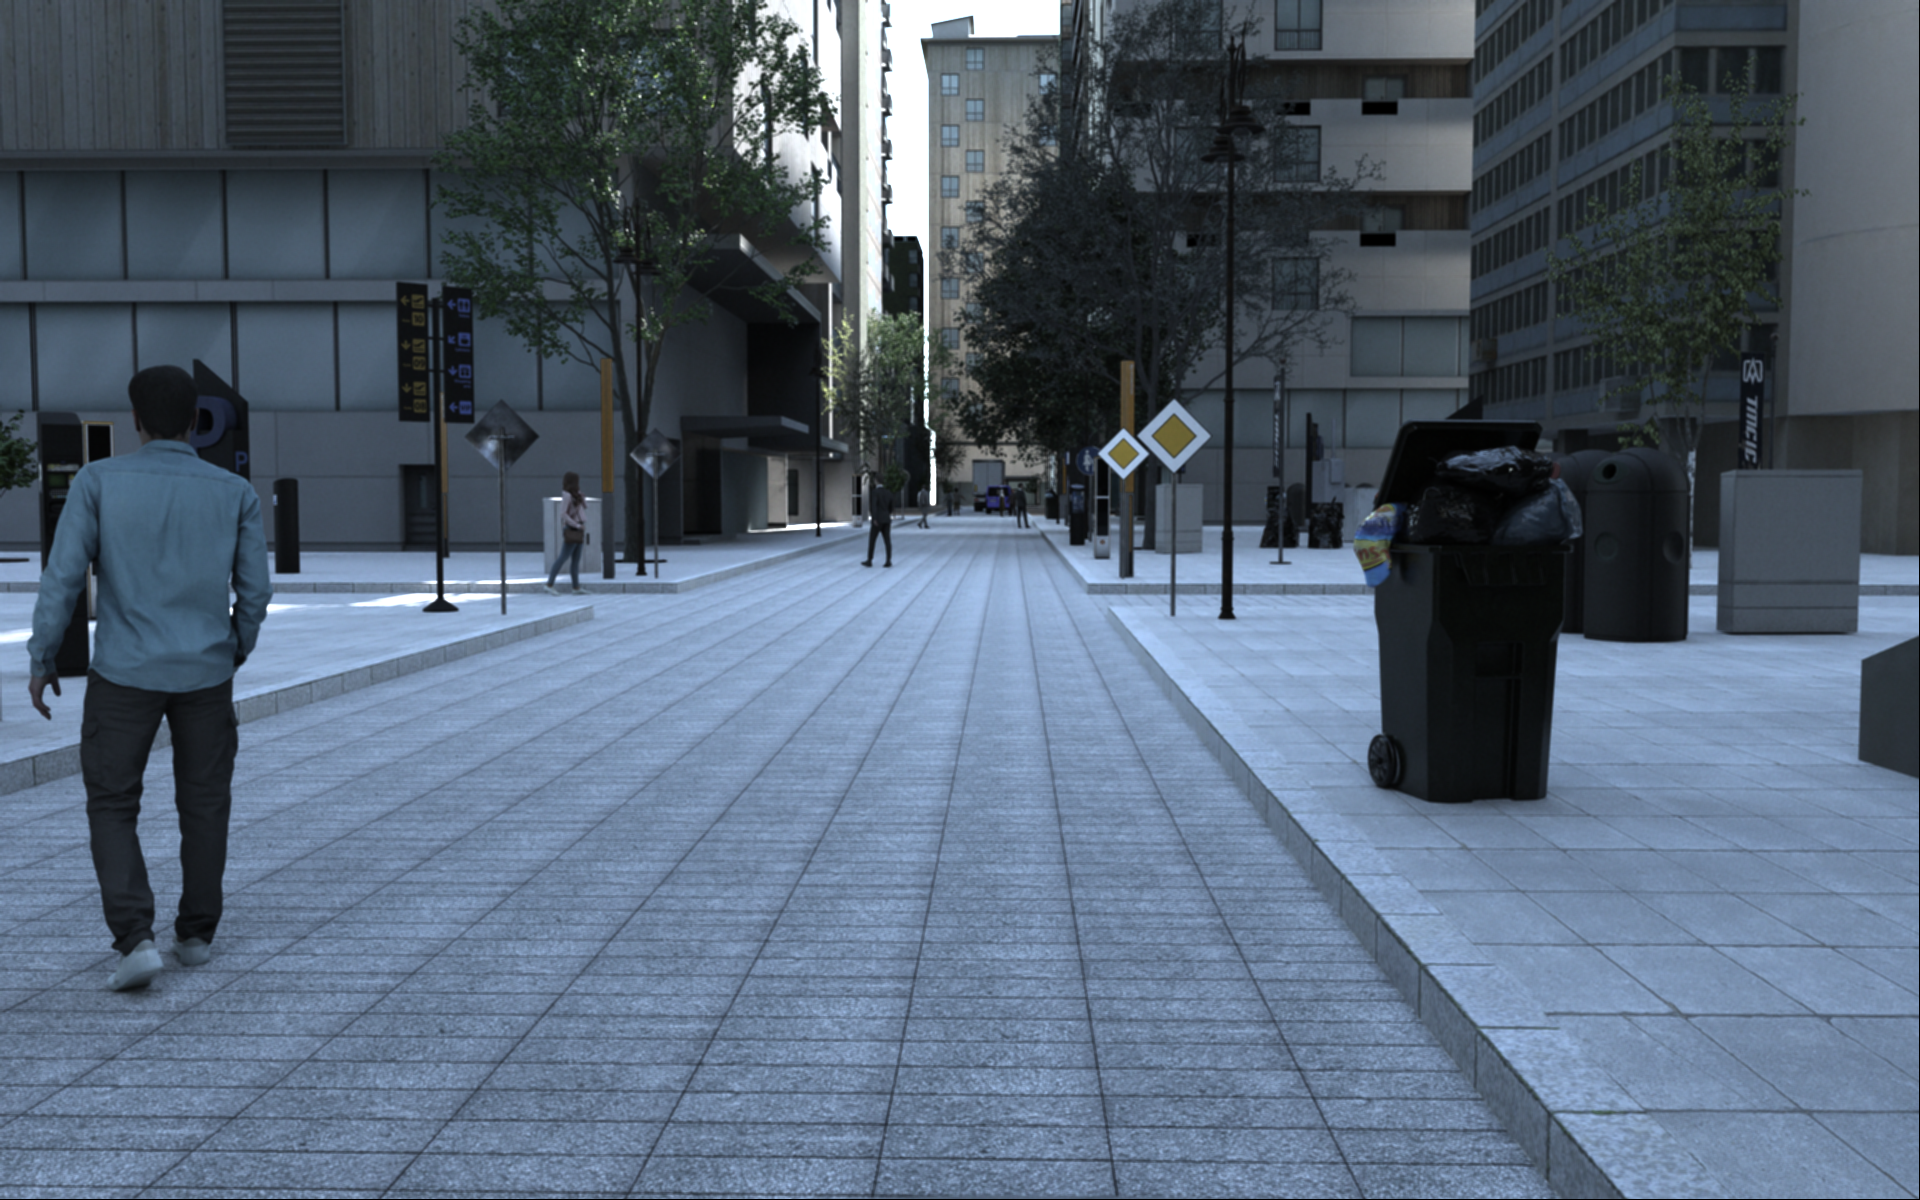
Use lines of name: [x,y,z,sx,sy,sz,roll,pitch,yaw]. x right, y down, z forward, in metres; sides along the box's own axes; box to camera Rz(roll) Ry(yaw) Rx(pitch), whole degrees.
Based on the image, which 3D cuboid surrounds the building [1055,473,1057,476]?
building: [20.969,-32.995,159.075,23.786,49.044,30.456,0,4,2]

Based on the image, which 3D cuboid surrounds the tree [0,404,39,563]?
tree: [-18.177,-2.327,32.649,1.663,3.219,1.824,0,3,0]

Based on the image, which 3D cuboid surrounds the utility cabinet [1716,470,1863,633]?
utility cabinet: [7.604,-0.442,15.902,1.173,1.500,0.318,0,4,-2]

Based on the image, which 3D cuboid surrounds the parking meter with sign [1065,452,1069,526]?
parking meter with sign: [4.489,-4.519,70.147,0.543,3.016,1.738,0,4,6]

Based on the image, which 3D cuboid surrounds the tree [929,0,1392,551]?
tree: [4.520,-7.900,39.540,12.009,13.543,11.850,0,3,0]

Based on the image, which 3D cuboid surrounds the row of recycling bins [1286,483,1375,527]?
row of recycling bins: [14.154,-3.593,65.853,3.534,1.692,1.069,-1,4,-11]

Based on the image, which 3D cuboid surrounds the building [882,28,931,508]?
building: [-18.789,-52.020,163.191,31.000,86.520,22.319,0,4,2]

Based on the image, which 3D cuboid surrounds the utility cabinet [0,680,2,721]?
utility cabinet: [-5.944,0.086,9.752,1.020,1.237,0.306,1,4,12]

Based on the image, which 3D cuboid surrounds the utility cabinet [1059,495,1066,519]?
utility cabinet: [5.193,-4.852,90.494,1.020,1.237,0.306,-2,4,-24]

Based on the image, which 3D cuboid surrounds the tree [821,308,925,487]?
tree: [-3.912,-7.281,69.409,4.360,8.622,3.978,0,3,0]

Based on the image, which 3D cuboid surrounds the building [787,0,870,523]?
building: [-11.695,-24.124,78.025,14.154,41.232,14.086,0,4,2]

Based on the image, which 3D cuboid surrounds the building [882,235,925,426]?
building: [-11.153,-25.879,194.815,14.107,30.474,14.160,0,4,2]

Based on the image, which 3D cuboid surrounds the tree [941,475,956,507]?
tree: [-1.351,-11.223,178.094,1.663,3.219,1.824,0,3,0]

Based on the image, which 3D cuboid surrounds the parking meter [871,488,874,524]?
parking meter: [-3.578,-3.960,73.150,0.372,1.533,0.369,0,3,0]

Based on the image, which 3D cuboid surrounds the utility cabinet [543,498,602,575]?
utility cabinet: [-6.259,-1.032,28.033,0.306,1.237,1.020,2,4,33]

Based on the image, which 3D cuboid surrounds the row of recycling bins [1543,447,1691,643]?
row of recycling bins: [5.791,-0.583,16.646,1.069,1.692,3.534,-1,4,-10]

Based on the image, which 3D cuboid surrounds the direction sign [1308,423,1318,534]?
direction sign: [11.371,-3.886,55.526,0.379,3.537,0.876,1,4,21]

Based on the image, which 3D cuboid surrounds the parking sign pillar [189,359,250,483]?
parking sign pillar: [-14.723,-2.804,34.324,1.447,3.967,1.447,2,4,24]

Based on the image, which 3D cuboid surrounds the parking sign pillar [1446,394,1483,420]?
parking sign pillar: [13.490,-3.583,47.062,1.447,3.967,1.447,1,4,13]

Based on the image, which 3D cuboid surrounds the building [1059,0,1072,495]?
building: [14.749,-27.724,136.887,14.154,41.232,14.086,0,4,2]

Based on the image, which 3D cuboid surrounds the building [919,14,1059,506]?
building: [9.818,-37.346,199.838,27.495,52.752,28.713,0,4,2]

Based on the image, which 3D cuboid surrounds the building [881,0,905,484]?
building: [-16.620,-31.286,131.127,23.786,49.044,30.456,0,4,2]

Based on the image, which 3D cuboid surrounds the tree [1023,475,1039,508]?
tree: [6.998,-10.391,164.495,1.663,3.219,1.824,0,3,0]

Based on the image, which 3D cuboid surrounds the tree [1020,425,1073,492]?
tree: [5.617,-9.400,104.048,4.360,8.622,3.978,0,3,0]

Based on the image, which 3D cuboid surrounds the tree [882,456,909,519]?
tree: [-3.459,-5.699,87.782,1.663,3.219,1.824,0,3,0]

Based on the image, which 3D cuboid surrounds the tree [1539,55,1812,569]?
tree: [12.438,-4.854,29.719,4.737,8.622,4.395,0,3,0]

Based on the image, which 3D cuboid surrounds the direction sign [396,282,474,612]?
direction sign: [-5.690,-1.644,18.869,0.876,3.537,0.379,-3,5,-44]

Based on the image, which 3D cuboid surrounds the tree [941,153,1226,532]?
tree: [4.119,-8.623,57.989,9.611,12.733,9.660,0,3,0]

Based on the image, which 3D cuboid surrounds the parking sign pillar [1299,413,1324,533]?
parking sign pillar: [11.903,-4.261,58.139,1.447,3.967,1.447,1,4,19]

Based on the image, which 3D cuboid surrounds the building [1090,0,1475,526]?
building: [20.131,-30.129,81.852,28.713,52.752,27.495,0,4,2]

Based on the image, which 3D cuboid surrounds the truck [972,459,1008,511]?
truck: [2.520,-9.596,145.813,2.839,4.237,11.283,0,4,3]

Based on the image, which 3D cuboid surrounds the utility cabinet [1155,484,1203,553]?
utility cabinet: [4.733,-1.761,37.477,1.173,1.500,0.318,-3,5,-40]

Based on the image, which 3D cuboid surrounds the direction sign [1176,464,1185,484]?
direction sign: [8.418,-4.543,66.269,0.379,3.537,0.876,-1,4,-17]

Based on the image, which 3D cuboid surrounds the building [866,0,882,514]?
building: [-12.327,-28.034,108.472,14.600,45.320,14.200,0,4,2]

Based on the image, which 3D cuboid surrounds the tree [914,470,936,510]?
tree: [-2.877,-8.887,139.906,1.663,3.219,1.824,0,3,0]

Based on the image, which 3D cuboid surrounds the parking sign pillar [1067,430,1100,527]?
parking sign pillar: [4.882,-4.809,67.094,1.447,3.967,1.447,2,4,34]

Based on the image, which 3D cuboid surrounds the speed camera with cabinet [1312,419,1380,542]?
speed camera with cabinet: [10.300,-3.156,45.936,2.038,3.252,0.660,-2,4,-29]

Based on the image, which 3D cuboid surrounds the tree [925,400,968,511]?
tree: [-2.170,-10.861,127.935,4.360,8.622,3.978,0,3,0]

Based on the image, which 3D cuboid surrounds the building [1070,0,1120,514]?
building: [18.633,-30.255,118.379,21.300,48.544,21.600,0,4,2]

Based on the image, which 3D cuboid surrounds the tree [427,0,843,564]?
tree: [-6.042,-6.513,32.243,9.928,11.665,9.643,0,3,0]

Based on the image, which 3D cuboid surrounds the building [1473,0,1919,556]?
building: [27.228,-21.484,43.142,23.993,40.220,32.217,0,4,2]

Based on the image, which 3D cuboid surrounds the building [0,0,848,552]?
building: [-17.840,-28.126,49.099,28.713,52.752,27.495,0,4,2]
